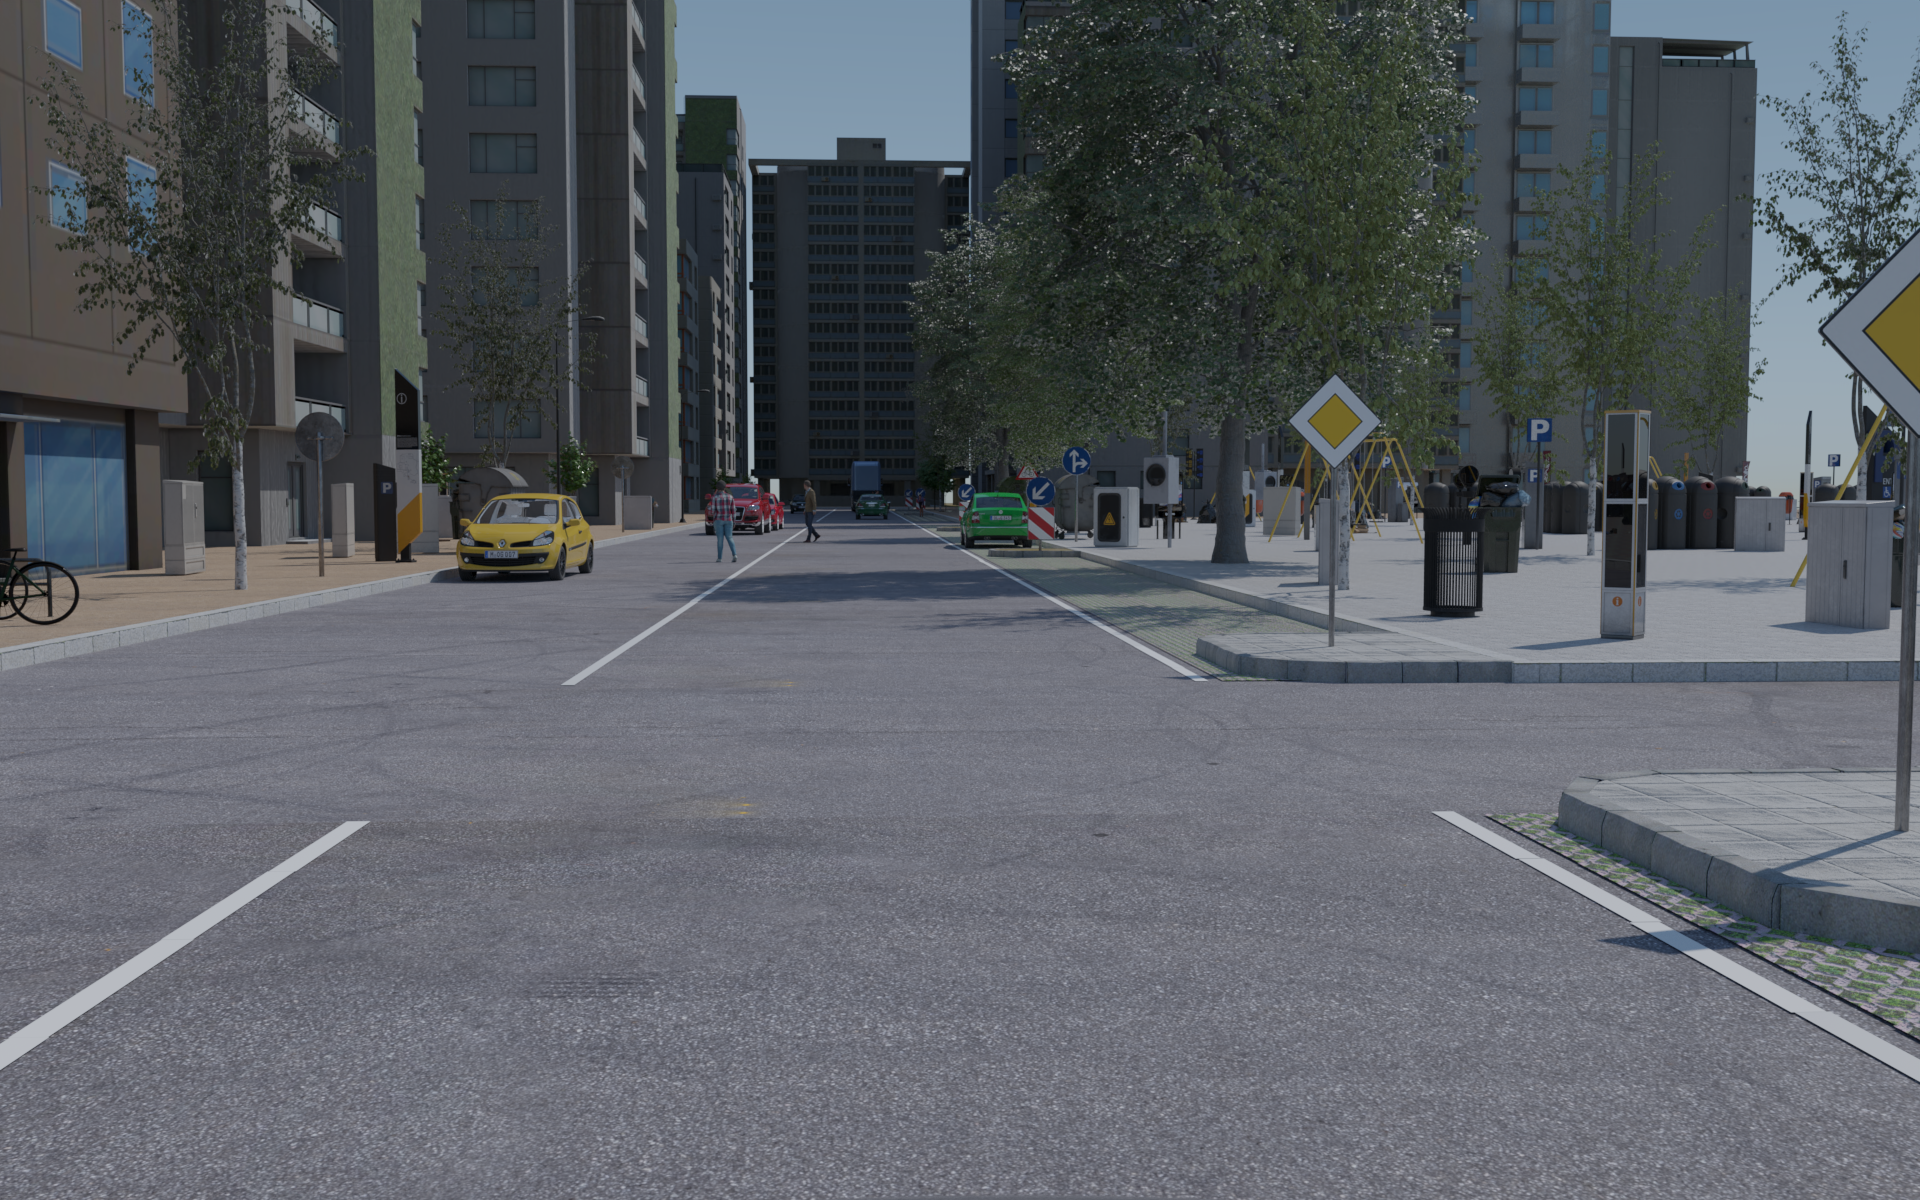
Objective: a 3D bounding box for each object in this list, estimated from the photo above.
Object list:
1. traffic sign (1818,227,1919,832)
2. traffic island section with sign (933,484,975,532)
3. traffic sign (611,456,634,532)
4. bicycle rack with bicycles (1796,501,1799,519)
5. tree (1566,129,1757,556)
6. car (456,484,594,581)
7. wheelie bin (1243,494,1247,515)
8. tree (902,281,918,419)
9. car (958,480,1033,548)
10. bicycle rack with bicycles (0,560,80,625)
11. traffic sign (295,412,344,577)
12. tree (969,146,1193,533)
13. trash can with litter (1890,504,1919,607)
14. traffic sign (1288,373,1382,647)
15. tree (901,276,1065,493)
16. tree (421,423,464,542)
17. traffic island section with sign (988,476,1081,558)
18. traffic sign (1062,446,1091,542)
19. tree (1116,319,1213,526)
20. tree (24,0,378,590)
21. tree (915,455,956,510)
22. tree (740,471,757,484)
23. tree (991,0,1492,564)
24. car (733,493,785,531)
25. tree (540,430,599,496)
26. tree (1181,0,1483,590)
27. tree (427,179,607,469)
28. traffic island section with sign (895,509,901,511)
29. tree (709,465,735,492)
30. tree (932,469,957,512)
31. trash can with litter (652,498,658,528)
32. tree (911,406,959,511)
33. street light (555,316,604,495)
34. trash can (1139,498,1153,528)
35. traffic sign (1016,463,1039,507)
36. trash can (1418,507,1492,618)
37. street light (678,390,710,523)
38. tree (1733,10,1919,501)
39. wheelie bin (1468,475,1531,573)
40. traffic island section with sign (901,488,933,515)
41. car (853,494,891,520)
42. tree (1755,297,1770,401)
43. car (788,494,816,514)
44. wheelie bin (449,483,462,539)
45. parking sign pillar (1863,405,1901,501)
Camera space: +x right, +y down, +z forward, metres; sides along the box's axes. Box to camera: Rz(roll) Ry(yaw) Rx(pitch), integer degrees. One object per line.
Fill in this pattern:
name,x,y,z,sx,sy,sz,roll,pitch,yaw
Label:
traffic sign,3.587,-0.177,6.538,0.795,2.450,0.064,0,4,-3
traffic island section with sign,0.106,-3.550,66.675,1.989,1.847,2.006,0,4,-3
traffic sign,-11.291,-3.540,57.977,0.768,2.556,0.104,0,4,0
bicycle rack with bicycles,43.889,-4.594,88.488,2.925,0.926,2.852,-1,4,-16
tree,13.423,-5.233,35.924,4.737,8.622,4.395,0,3,0
car,-7.463,-1.203,29.890,2.015,1.641,3.980,0,4,-2
wheelie bin,8.756,-2.883,55.038,0.693,1.594,0.980,1,4,11
tree,2.117,-10.540,78.992,9.857,13.997,8.962,0,3,0
car,0.952,-2.335,46.975,1.959,1.807,4.718,0,4,-3
bicycle rack with bicycles,-10.130,-0.221,16.993,2.925,0.926,2.852,0,4,-4
traffic sign,-9.919,-1.635,26.838,0.768,2.556,0.104,0,4,2
tree,3.970,-8.455,56.371,7.486,12.596,7.792,0,3,0
trash can with litter,10.455,-0.520,19.897,0.624,1.170,1.055,-2,4,-29
traffic sign,3.122,-0.665,14.510,0.795,2.450,0.064,0,4,-3
tree,2.015,-11.036,90.815,12.009,13.543,11.850,0,3,0
tree,-14.258,-3.203,46.974,1.663,3.219,1.824,0,3,0
traffic island section with sign,1.668,-1.904,39.765,1.989,1.847,2.006,0,4,-3
traffic sign,3.122,-2.834,46.442,0.768,2.556,0.104,0,4,5
tree,7.927,-7.253,68.947,4.360,8.622,3.978,0,3,0
tree,-9.862,-4.436,22.885,4.360,8.622,3.978,0,3,0
tree,-1.936,-9.431,137.906,4.285,4.588,4.351,0,3,0
tree,-17.542,-9.008,141.875,1.663,3.219,1.824,0,3,0
tree,5.118,-7.660,31.890,9.857,13.997,8.962,0,3,0
car,-8.015,-3.659,68.861,2.155,1.783,4.494,0,4,-2
tree,-11.814,-3.520,52.145,1.663,3.219,1.824,0,3,0
tree,5.040,-4.426,22.735,4.737,8.622,4.395,0,3,0
tree,-10.893,-5.582,41.636,4.360,8.622,3.978,0,3,0
traffic island section with sign,-4.361,-8.233,143.236,1.989,1.847,2.006,0,4,-3
tree,-15.709,-7.277,113.583,1.663,3.219,1.824,0,3,0
tree,-0.972,-7.989,125.218,1.663,3.219,1.824,0,3,0
trash can with litter,-11.634,-3.244,64.432,0.624,1.170,1.055,0,4,3
tree,-1.539,-11.047,130.984,4.737,8.622,4.395,0,3,0
street light,-9.992,-4.455,45.386,1.470,5.913,1.316,0,4,-3
trash can,7.049,-3.320,65.930,0.748,1.137,0.748,0,3,0
traffic sign,2.479,-3.876,63.384,0.884,2.594,0.081,0,4,2
trash can,5.181,-0.399,18.180,0.748,1.137,0.748,0,3,0
street light,-11.839,-6.399,77.158,1.470,5.913,1.316,0,4,-3
tree,14.366,-4.682,26.908,4.360,8.622,3.978,0,3,0
wheelie bin,8.851,-1.251,28.356,0.980,1.594,0.693,0,4,4
traffic island section with sign,-2.777,-6.578,116.171,1.989,1.847,2.006,0,4,-3
car,-5.016,-5.313,98.658,2.131,1.459,4.920,0,4,-2
tree,26.290,-6.751,60.742,4.737,8.622,4.395,0,3,0
car,-11.551,-7.154,126.752,2.009,1.686,4.222,0,4,-5
wheelie bin,-14.046,-2.520,49.116,0.980,1.594,0.693,2,4,34
parking sign pillar,28.148,-3.940,52.891,1.447,3.967,1.447,-2,4,-23
